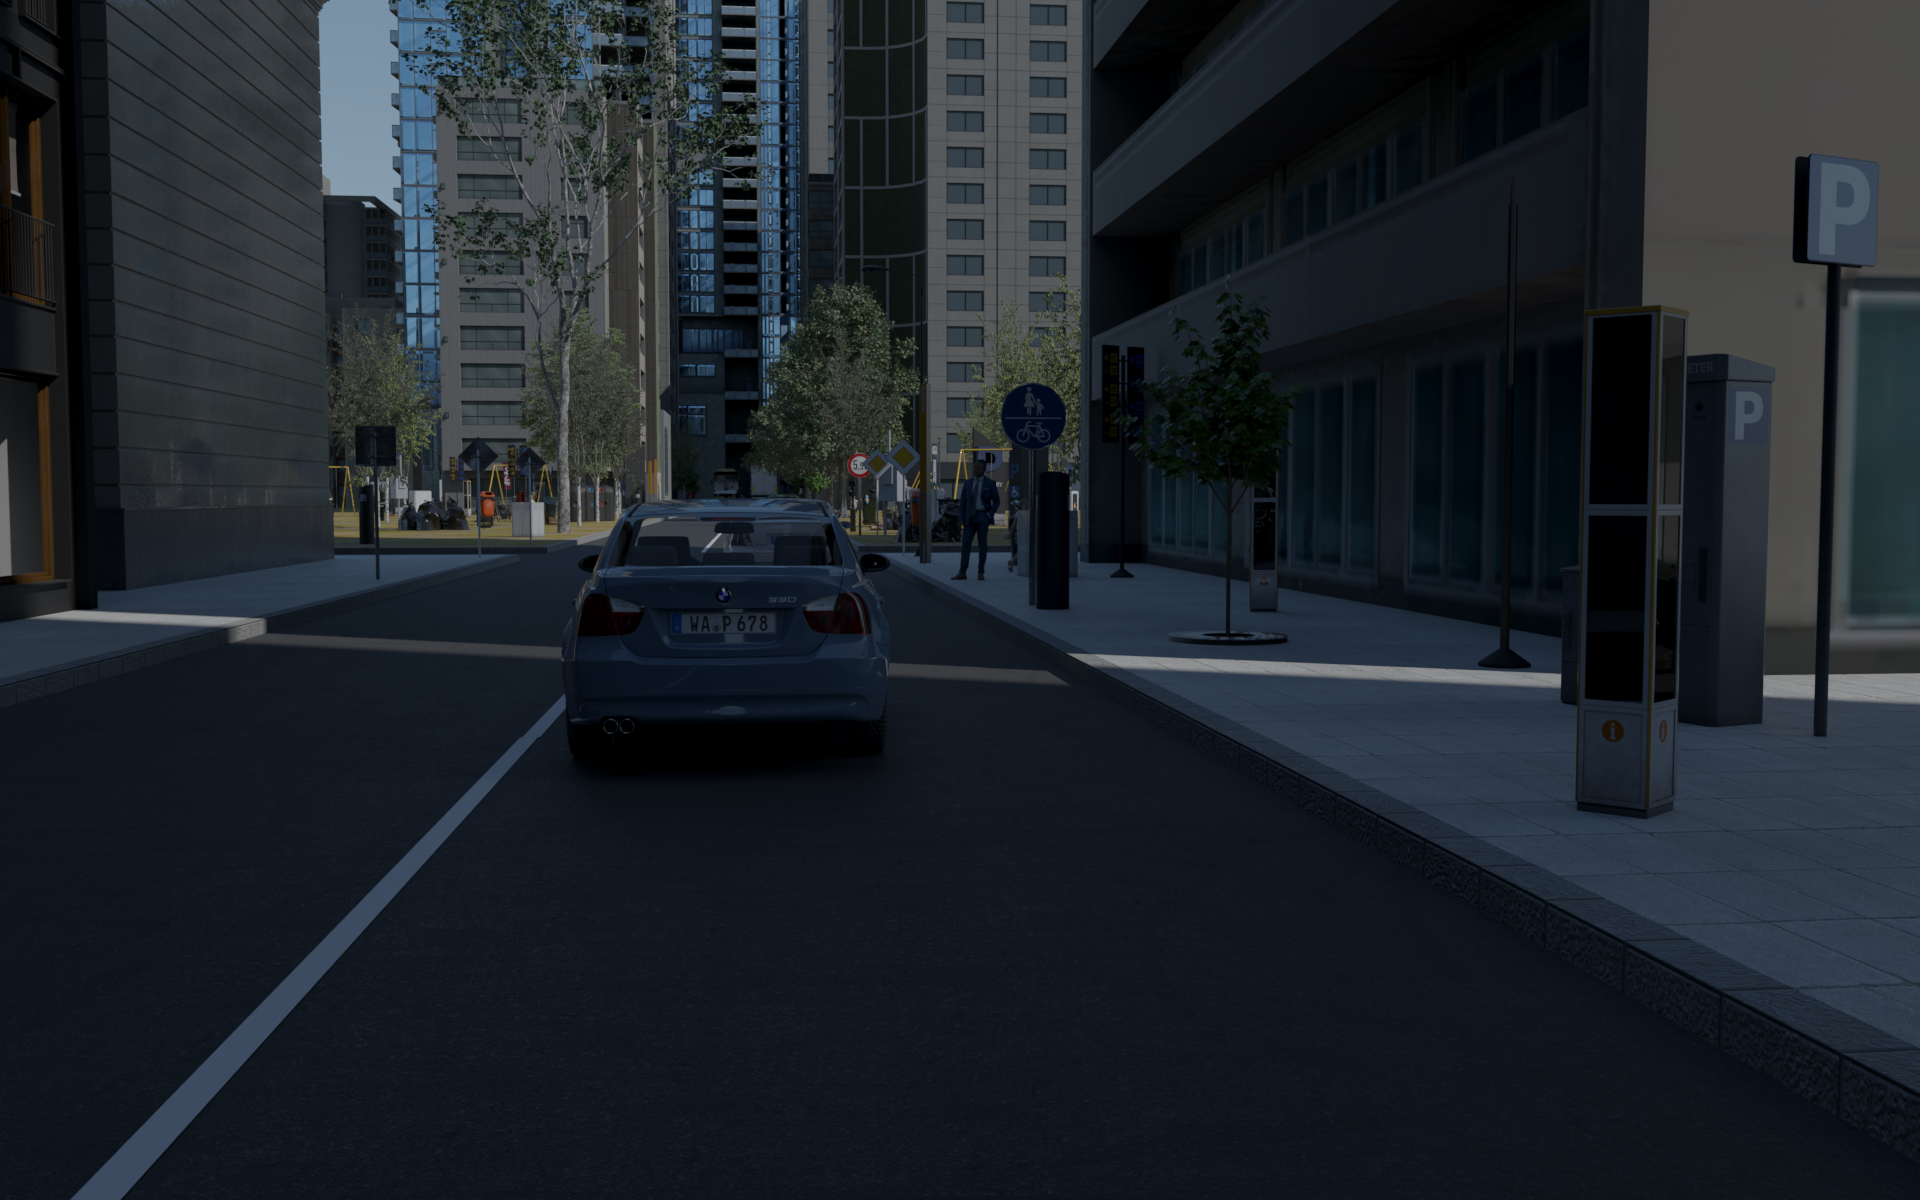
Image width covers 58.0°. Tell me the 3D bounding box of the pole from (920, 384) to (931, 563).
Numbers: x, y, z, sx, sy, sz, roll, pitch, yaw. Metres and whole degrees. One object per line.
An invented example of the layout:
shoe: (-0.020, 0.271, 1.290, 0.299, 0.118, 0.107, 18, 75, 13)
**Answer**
pole: (-0.642, -2.340, 32.096, 0.158, 3.312, 0.155, 0, 3, 0)

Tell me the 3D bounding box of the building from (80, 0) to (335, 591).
building: (-23.779, -14.021, 26.506, 25.104, 27.353, 12.463, 0, 4, -7)

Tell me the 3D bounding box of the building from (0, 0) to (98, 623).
building: (-14.855, -11.038, 10.158, 12.332, 23.373, 15.834, 0, 4, -7)

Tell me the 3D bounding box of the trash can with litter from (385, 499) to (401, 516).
trash can with litter: (-32.838, -5.476, 100.587, 1.678, 1.210, 2.233, -2, 4, -25)

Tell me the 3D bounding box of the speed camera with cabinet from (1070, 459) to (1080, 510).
speed camera with cabinet: (6.213, -6.110, 94.237, 0.660, 3.252, 2.038, 2, 4, 26)

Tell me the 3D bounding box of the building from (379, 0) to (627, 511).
building: (-35.495, -50.850, 144.062, 22.319, 86.520, 31.000, 0, 4, -7)

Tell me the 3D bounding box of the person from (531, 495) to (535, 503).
person: (-16.100, -3.331, 65.183, 0.352, 1.250, 0.332, 2, 4, 28)

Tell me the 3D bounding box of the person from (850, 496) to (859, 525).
person: (-4.371, -3.729, 71.688, 0.332, 1.250, 0.352, 2, 4, 26)

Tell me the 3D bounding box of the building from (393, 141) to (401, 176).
building: (-53.541, -33.928, 209.353, 28.867, 44.769, 22.147, 0, 4, -7)

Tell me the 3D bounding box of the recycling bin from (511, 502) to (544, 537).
recycling bin: (-12.899, -2.394, 51.699, 0.722, 1.027, 0.722, 1, 4, 15)

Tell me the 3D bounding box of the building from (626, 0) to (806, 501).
building: (-23.897, -55.023, 212.299, 31.000, 86.520, 22.319, 0, 4, -7)

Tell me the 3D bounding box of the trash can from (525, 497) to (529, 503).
trash can: (-25.362, -5.446, 100.688, 0.748, 1.137, 0.748, 0, 3, 0)

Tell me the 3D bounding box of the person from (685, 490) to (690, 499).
person: (-29.298, -10.971, 186.135, 0.721, 1.743, 1.217, 1, 4, 13)

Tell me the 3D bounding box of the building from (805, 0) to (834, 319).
building: (-5.494, -39.012, 179.852, 21.231, 58.520, 28.212, 0, 4, -7)

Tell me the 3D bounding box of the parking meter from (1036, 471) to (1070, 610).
parking meter: (1.035, -0.666, 19.301, 0.372, 1.533, 0.369, 0, 3, 0)

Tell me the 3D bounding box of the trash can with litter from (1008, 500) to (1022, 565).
trash can with litter: (1.387, -1.196, 30.942, 1.055, 1.170, 0.624, 1, 4, 19)

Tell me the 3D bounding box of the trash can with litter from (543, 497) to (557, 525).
trash can with litter: (-16.998, -3.723, 72.257, 0.624, 1.170, 1.055, -2, 4, -28)

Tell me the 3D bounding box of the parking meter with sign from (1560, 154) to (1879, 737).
parking meter with sign: (4.189, -0.830, 9.825, 0.543, 3.016, 1.738, -2, 4, -27)

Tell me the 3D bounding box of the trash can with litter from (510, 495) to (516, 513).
trash can with litter: (-29.772, -6.375, 115.296, 2.233, 1.210, 1.678, 3, 5, 41)

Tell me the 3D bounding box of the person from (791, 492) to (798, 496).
person: (-17.387, -10.695, 181.462, 0.990, 1.755, 0.434, 1, 4, 9)

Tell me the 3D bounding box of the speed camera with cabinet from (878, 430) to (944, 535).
speed camera with cabinet: (-1.505, -3.631, 53.701, 2.038, 3.252, 0.660, 2, 4, 26)

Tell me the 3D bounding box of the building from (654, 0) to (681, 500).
building: (-40.155, -45.342, 179.595, 20.611, 71.187, 20.563, 0, 4, -7)

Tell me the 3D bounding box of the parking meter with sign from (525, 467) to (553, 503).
parking meter with sign: (-26.904, -6.991, 110.557, 1.738, 3.016, 0.543, -2, 4, -25)

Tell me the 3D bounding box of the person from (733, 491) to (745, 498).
person: (-20.262, -9.141, 158.747, 1.217, 1.735, 0.721, 0, 4, -2)

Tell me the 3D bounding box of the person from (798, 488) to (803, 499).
person: (-12.872, -8.105, 139.283, 0.721, 1.736, 1.217, 0, 4, 5)

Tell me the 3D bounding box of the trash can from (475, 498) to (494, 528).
trash can: (-18.027, -3.308, 65.732, 0.748, 1.137, 0.748, 0, 3, 0)

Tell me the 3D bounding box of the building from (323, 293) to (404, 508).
building: (-64.358, -20.115, 173.922, 28.899, 21.520, 27.650, 0, 4, -7)

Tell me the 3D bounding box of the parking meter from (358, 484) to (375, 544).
parking meter: (-15.206, -2.200, 44.381, 0.372, 1.533, 0.369, 0, 3, 0)

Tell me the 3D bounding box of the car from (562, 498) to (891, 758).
car: (-1.405, 0.075, 10.776, 2.014, 1.417, 4.499, 0, 4, -6)

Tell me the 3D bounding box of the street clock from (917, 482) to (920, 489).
street clock: (-2.272, -5.961, 102.038, 0.471, 2.002, 0.358, 0, 4, 0)

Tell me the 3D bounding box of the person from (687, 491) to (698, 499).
person: (-26.862, -10.274, 173.954, 1.348, 1.831, 0.705, 2, 4, 29)

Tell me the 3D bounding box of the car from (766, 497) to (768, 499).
car: (-8.644, -4.262, 82.272, 1.945, 1.354, 3.894, 0, 4, -6)

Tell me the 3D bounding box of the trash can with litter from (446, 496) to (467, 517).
trash can with litter: (-26.789, -4.937, 92.103, 1.055, 1.170, 0.624, -1, 4, -18)

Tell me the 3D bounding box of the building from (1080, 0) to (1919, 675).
building: (14.078, -24.379, 22.298, 21.300, 48.544, 21.600, 0, 4, -7)

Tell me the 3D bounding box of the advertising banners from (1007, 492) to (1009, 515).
advertising banners: (3.812, -6.614, 104.324, 2.074, 3.025, 0.090, -1, 4, -16)

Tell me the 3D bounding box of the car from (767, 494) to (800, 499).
car: (-7.248, -3.737, 70.894, 2.009, 1.686, 4.222, 0, 4, -8)

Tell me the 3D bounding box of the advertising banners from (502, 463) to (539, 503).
advertising banners: (-24.340, -6.108, 96.058, 2.074, 3.025, 0.090, 0, 4, -2)

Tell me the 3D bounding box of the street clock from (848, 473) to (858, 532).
street clock: (-3.637, -3.318, 58.812, 0.358, 2.002, 0.471, 0, 4, 5)

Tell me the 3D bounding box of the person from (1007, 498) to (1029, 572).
person: (1.042, -1.067, 28.501, 0.505, 1.210, 0.382, -3, 5, -39)

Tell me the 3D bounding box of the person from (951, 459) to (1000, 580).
person: (0.239, -1.205, 25.932, 0.721, 1.800, 0.419, 1, 4, 10)

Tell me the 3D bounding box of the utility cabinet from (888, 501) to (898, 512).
utility cabinet: (-2.354, -3.640, 68.187, 0.318, 1.500, 1.173, 3, 4, 36)

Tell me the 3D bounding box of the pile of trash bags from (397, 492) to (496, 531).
pile of trash bags: (-18.250, -3.198, 62.040, 3.447, 1.369, 1.912, -3, 5, -43)

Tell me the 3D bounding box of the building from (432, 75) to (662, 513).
building: (-29.018, -21.539, 123.864, 14.160, 30.474, 14.107, 0, 4, -7)

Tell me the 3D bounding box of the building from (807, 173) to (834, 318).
building: (-7.051, -23.704, 159.262, 14.160, 30.474, 14.107, 0, 4, -7)

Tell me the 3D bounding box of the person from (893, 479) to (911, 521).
person: (-1.946, -3.269, 59.594, 0.694, 1.812, 0.767, 0, 4, -7)

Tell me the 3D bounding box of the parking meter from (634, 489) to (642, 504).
parking meter: (-15.886, -4.714, 85.485, 0.372, 1.533, 0.369, 0, 3, 0)

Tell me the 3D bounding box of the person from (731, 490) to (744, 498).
person: (-19.439, -8.743, 151.456, 1.348, 1.822, 0.705, 0, 3, 0)

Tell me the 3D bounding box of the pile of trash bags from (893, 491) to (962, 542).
pile of trash bags: (-0.902, -2.227, 46.157, 1.912, 1.369, 3.447, 0, 4, 6)

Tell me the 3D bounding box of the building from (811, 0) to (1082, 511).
building: (-1.870, -42.993, 141.179, 20.563, 71.187, 20.611, 0, 4, -7)

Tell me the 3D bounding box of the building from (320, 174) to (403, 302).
building: (-80.405, -31.791, 211.662, 23.993, 40.220, 32.217, 0, 4, -7)

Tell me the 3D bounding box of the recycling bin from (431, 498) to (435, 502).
recycling bin: (-33.893, -5.965, 110.088, 0.722, 1.027, 0.722, 1, 4, 18)

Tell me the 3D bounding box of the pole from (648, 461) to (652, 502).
pole: (-19.200, -6.937, 107.261, 0.158, 3.312, 0.155, 0, 3, 0)

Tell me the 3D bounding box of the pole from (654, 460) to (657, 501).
pole: (-18.030, -6.657, 102.692, 0.158, 3.312, 0.155, 0, 3, 0)

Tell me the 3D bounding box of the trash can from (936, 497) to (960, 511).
trash can: (-0.333, -2.405, 50.970, 0.748, 1.137, 0.748, 0, 3, 0)

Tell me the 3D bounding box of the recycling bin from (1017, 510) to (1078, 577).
recycling bin: (1.362, -0.879, 26.926, 0.722, 1.027, 0.722, -2, 4, -26)

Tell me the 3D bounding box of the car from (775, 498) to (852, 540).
car: (-2.662, -0.864, 26.483, 2.083, 1.381, 4.827, 0, 4, -7)

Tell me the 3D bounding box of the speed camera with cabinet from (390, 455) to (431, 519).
speed camera with cabinet: (-28.259, -5.798, 89.133, 0.660, 3.252, 2.038, 3, 5, 40)

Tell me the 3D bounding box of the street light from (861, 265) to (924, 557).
street light: (-1.320, -3.845, 35.413, 1.470, 5.913, 1.316, 0, 4, -7)
